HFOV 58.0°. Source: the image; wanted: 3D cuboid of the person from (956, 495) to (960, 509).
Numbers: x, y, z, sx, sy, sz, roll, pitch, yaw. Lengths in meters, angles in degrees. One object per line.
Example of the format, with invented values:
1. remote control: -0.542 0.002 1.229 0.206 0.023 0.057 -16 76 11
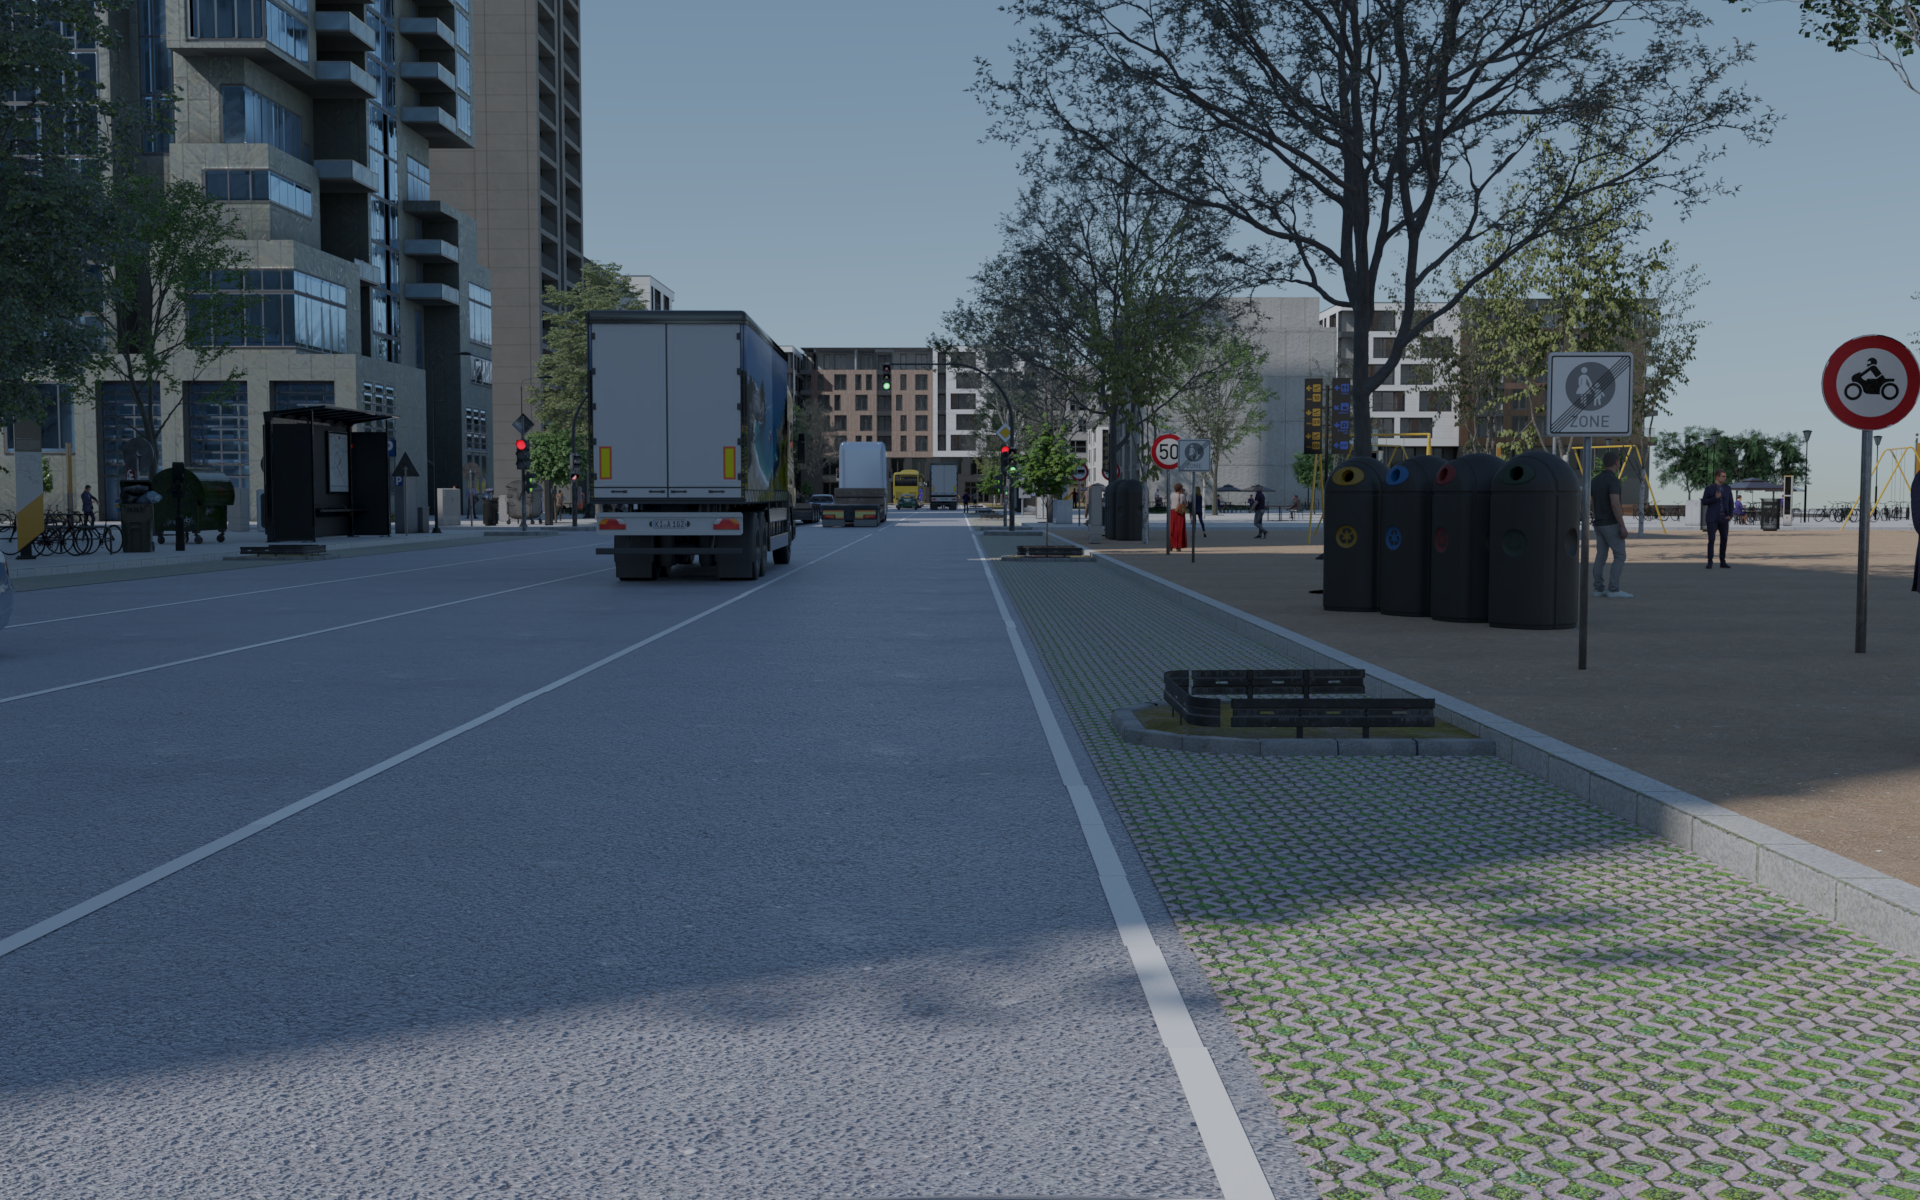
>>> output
1. person: -0.436 -9.952 171.932 1.217 1.735 0.721 3 5 40

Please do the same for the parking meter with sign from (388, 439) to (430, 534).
1. parking meter with sign: -17.952 -3.664 56.174 0.543 3.016 1.738 1 4 22

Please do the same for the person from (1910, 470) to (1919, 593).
1. person: 4.867 -0.092 8.471 0.541 1.710 0.530 -1 4 -13

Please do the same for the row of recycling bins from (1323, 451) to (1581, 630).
1. row of recycling bins: 5.021 -0.663 17.954 1.069 1.692 3.534 -2 4 -24

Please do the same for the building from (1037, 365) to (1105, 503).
1. building: 26.352 -23.216 246.032 31.486 18.905 16.747 0 3 0

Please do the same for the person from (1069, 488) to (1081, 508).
1. person: 10.403 -9.240 157.076 1.348 1.831 0.705 2 4 34

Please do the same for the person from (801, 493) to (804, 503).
1. person: -18.897 -12.333 208.409 1.217 1.735 0.721 -1 4 -9

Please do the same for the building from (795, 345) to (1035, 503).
1. building: -5.945 -24.942 251.779 32.646 21.610 27.936 0 3 0

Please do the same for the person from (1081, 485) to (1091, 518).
1. person: 6.911 -5.248 92.408 0.990 1.755 0.434 3 4 39

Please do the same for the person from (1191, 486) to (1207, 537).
1. person: 7.095 -2.619 51.404 0.613 1.512 0.480 3 5 39

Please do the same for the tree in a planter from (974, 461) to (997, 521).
1. tree in a planter: 1.745 -5.863 93.075 1.991 3.239 1.994 0 3 0

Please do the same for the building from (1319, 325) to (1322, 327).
1. building: 34.675 -21.016 200.024 11.380 20.091 16.016 0 3 0

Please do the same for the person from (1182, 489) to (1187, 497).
1. person: 15.257 -6.737 117.659 0.593 1.643 0.415 3 5 42

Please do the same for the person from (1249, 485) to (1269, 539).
1. person: 8.612 -2.541 49.791 0.569 1.553 0.471 -2 4 -25

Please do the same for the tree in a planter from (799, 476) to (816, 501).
1. tree in a planter: -15.093 -10.575 170.129 1.991 3.239 1.994 0 3 0

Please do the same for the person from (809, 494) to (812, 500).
1. person: -15.181 -10.284 177.098 0.568 1.767 0.683 -3 4 -38

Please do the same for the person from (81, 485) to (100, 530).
1. person: -31.142 -3.252 62.114 0.568 1.767 0.683 0 4 -1

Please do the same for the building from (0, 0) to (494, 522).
1. building: -38.959 -47.716 92.826 22.319 86.520 31.000 0 3 0

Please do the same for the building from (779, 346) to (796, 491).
1. building: -39.297 -24.959 252.055 32.646 21.610 27.936 0 3 0

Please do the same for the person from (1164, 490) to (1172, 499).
1. person: 15.260 -7.209 125.874 0.963 1.587 0.435 0 4 0

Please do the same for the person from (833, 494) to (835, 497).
1. person: -15.702 -12.416 214.768 1.065 1.426 0.557 2 4 30

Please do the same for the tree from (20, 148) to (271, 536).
1. tree: -24.900 -7.786 53.052 9.928 11.665 9.643 0 3 0

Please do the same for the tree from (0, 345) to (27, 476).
1. tree: -26.204 -5.782 44.898 4.360 8.622 3.978 0 3 0

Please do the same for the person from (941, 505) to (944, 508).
1. person: -1.721 -10.501 180.198 1.348 1.823 0.705 3 4 36

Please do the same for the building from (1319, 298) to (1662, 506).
1. building: 56.699 -21.461 194.866 32.646 21.610 27.936 0 3 0

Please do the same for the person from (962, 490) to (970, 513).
1. person: 0.401 -7.316 128.820 0.576 1.737 0.504 -3 5 -43

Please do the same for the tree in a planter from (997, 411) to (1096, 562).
1. tree in a planter: 1.880 -2.449 37.256 1.991 3.239 1.994 0 3 0

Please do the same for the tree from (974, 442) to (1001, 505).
1. tree: 3.986 -15.886 210.103 4.737 8.622 4.395 0 3 0

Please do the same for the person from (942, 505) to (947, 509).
1. person: -1.463 -9.866 170.338 0.617 1.759 0.750 3 5 44

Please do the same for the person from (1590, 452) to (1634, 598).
1. person: 8.112 -0.941 21.558 0.434 1.807 0.598 0 4 0

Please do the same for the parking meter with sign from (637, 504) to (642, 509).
1. parking meter with sign: -19.000 -6.510 102.697 1.738 3.016 0.543 1 4 23

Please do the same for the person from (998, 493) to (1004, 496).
1. person: 4.778 -11.896 200.167 1.348 1.869 0.705 -3 5 -42

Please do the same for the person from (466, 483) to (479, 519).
1. person: -25.206 -5.117 89.570 0.709 1.838 0.599 -3 4 -38

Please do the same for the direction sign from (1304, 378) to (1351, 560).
1. direction sign: 7.169 -2.562 33.883 0.876 3.537 0.379 1 4 17

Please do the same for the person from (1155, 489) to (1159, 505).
1. person: 15.559 -7.917 136.424 0.436 1.711 0.756 2 4 27

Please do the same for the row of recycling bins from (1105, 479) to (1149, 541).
1. row of recycling bins: 4.660 -2.561 48.985 1.069 1.692 3.534 0 4 -2

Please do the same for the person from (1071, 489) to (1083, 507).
1. person: 12.043 -10.475 177.305 1.348 1.824 0.705 -2 4 -24

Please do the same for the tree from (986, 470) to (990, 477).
1. tree: 4.093 -13.021 196.613 4.285 4.588 4.351 0 3 0

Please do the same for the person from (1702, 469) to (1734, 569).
1. person: 13.063 -1.400 29.860 0.541 1.710 0.530 1 4 12

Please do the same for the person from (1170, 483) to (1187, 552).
1. person: 4.811 -1.830 38.438 0.523 1.526 0.387 3 5 43

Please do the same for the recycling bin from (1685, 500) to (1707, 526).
1. recycling bin: 29.940 -3.527 70.221 0.722 1.027 0.722 -2 4 -26

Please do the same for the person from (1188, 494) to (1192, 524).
1. person: 9.860 -3.922 73.352 0.628 1.438 0.799 -2 4 -31

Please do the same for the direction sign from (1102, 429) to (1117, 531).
1. direction sign: 5.244 -4.212 60.869 0.379 3.537 0.876 3 4 38

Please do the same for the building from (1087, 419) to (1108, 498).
1. building: 19.869 -15.455 194.842 9.099 9.664 28.070 0 3 0

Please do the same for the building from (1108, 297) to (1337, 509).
1. building: 23.816 -18.203 164.080 16.747 18.905 31.486 0 3 0

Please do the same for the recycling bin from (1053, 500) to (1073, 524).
1. recycling bin: 4.414 -3.780 74.358 0.722 1.027 0.722 -1 4 -9

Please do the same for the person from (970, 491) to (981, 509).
1. person: 1.489 -9.658 167.192 1.217 1.735 0.721 2 4 29

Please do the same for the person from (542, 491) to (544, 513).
1. person: -28.749 -6.836 118.473 0.621 1.740 0.551 -2 4 -33

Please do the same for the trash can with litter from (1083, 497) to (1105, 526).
1. trash can with litter: 5.403 -3.511 68.799 1.055 1.170 0.624 2 4 34

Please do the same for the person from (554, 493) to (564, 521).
1. person: -19.174 -4.451 82.729 0.435 1.345 0.340 -2 4 -32

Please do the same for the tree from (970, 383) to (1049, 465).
1. tree: 4.491 -13.867 152.484 9.928 11.665 9.643 0 3 0

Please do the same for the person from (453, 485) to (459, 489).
1. person: -20.534 -3.825 70.038 0.566 1.644 0.517 -1 4 -14

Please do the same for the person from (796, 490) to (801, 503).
1. person: -17.970 -11.353 192.200 0.617 1.759 0.750 1 4 17

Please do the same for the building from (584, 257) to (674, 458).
1. building: -42.787 -19.309 159.679 27.936 21.610 32.646 0 3 0

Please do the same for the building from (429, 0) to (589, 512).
1. building: -37.720 -42.386 131.267 20.563 71.187 20.611 0 3 0

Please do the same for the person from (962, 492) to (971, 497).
1. person: 0.740 -12.438 211.826 1.348 1.831 0.705 0 4 2
